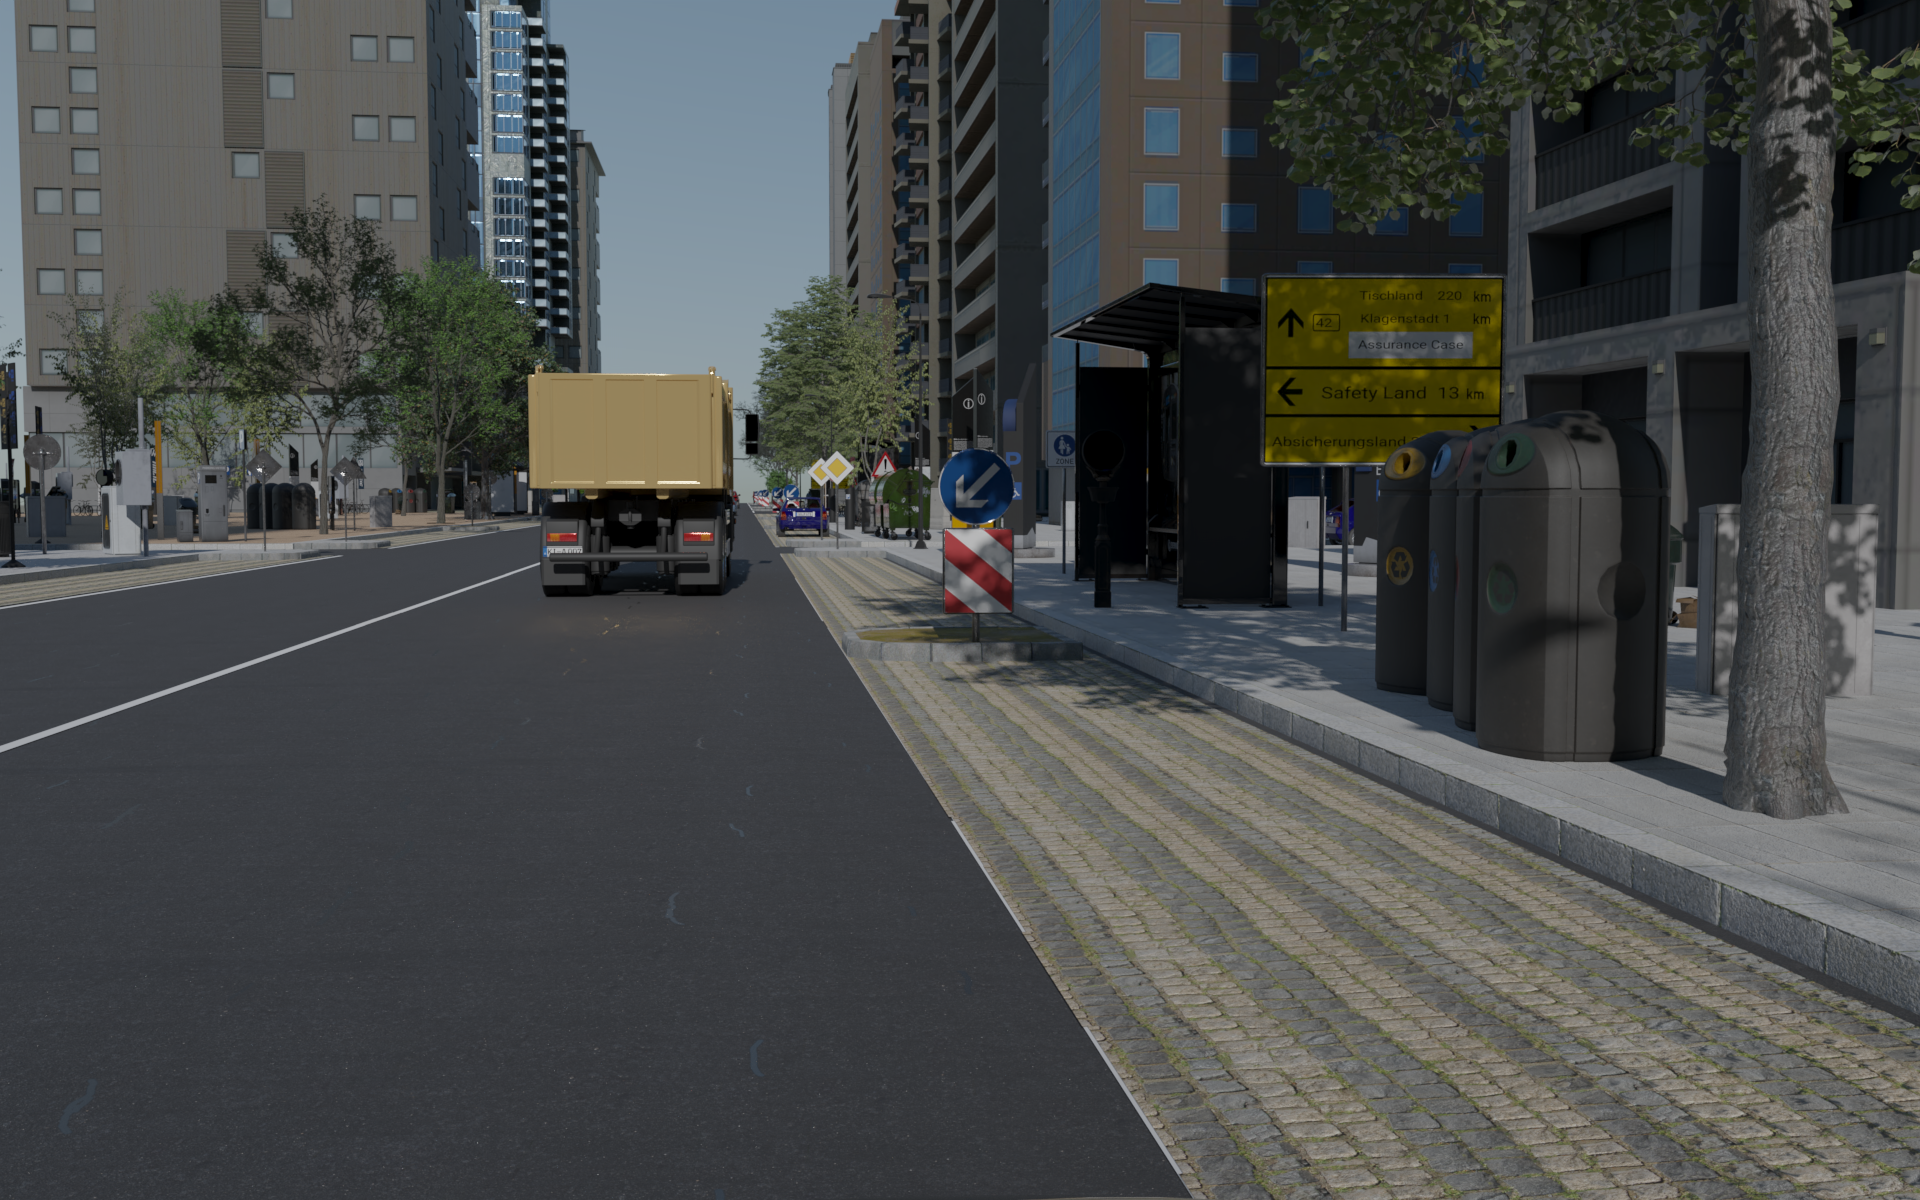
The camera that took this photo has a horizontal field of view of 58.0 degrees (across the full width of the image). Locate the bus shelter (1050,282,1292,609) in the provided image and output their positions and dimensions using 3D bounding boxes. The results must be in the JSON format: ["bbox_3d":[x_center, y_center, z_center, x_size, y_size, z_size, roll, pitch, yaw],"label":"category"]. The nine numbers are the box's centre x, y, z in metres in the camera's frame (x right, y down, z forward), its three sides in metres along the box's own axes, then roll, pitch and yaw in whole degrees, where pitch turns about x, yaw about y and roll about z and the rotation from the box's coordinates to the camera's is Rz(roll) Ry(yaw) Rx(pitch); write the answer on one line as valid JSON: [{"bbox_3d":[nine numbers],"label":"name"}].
[{"bbox_3d":[2.565,-1.906,22.448,1.731,3.624,6.357,0,4,-7],"label":"bus shelter"}]

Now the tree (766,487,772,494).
[{"bbox_3d":[-27.135,-15.566,249.108,1.663,3.219,1.824,0,3,0],"label":"tree"}]

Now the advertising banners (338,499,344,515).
[{"bbox_3d":[-37.364,-6.625,104.505,0.090,3.025,2.074,0,4,-4],"label":"advertising banners"}]

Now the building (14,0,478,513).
[{"bbox_3d":[-51.697,-33.132,130.950,28.713,52.752,27.495,0,4,-7],"label":"building"}]

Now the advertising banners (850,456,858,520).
[{"bbox_3d":[-4.651,-5.129,80.053,0.090,3.025,2.074,-2,4,-26],"label":"advertising banners"}]

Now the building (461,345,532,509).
[{"bbox_3d":[-55.299,-19.252,159.817,27.650,21.520,28.899,0,4,-7],"label":"building"}]

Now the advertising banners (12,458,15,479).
[{"bbox_3d":[-46.374,-5.381,84.167,0.090,3.025,2.074,0,4,-4],"label":"advertising banners"}]

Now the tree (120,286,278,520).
[{"bbox_3d":[-38.183,-9.890,87.450,9.928,11.665,9.643,0,3,0],"label":"tree"}]

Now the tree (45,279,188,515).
[{"bbox_3d":[-29.459,-6.717,60.191,4.360,8.622,3.978,0,3,0],"label":"tree"}]

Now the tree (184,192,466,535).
[{"bbox_3d":[-20.199,-7.338,54.383,8.767,10.594,7.601,0,4,-7],"label":"tree"}]

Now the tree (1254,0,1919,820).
[{"bbox_3d":[2.955,-5.428,6.868,7.486,12.596,7.792,0,3,0],"label":"tree"}]

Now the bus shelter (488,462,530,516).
[{"bbox_3d":[-26.697,-6.606,101.926,2.014,3.302,5.546,0,4,-7],"label":"bus shelter"}]

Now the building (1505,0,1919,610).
[{"bbox_3d":[19.910,-35.751,22.775,20.563,71.187,20.611,0,4,-7],"label":"building"}]

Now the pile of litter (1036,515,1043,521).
[{"bbox_3d":[3.348,-4.093,80.893,1.719,0.858,1.176,-1,4,-20],"label":"pile of litter"}]

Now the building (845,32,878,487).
[{"bbox_3d":[-0.600,-34.059,180.561,21.300,48.544,21.600,0,4,-7],"label":"building"}]

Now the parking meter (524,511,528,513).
[{"bbox_3d":[-28.875,-6.515,114.925,0.372,1.533,0.369,0,3,0],"label":"parking meter"}]

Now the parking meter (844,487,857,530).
[{"bbox_3d":[-3.956,-3.287,62.155,0.372,1.533,0.369,0,3,0],"label":"parking meter"}]

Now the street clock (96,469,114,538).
[{"bbox_3d":[-25.071,-2.828,50.814,0.471,2.002,0.358,1,4,20],"label":"street clock"}]

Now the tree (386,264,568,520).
[{"bbox_3d":[-23.767,-10.384,86.787,9.611,12.733,9.660,0,3,0],"label":"tree"}]

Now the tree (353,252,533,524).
[{"bbox_3d":[-22.380,-9.103,74.596,9.928,11.665,9.643,0,3,0],"label":"tree"}]

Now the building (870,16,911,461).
[{"bbox_3d":[-0.973,-31.342,162.557,14.600,45.320,14.200,0,4,-7],"label":"building"}]

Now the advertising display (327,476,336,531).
[{"bbox_3d":[-22.219,-3.427,61.241,0.123,1.923,0.974,-2,4,-27],"label":"advertising display"}]

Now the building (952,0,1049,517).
[{"bbox_3d":[11.339,-29.563,107.056,21.300,48.544,21.600,0,4,-7],"label":"building"}]

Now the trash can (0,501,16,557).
[{"bbox_3d":[-19.578,-1.438,35.166,0.748,1.137,0.748,0,3,0],"label":"trash can"}]

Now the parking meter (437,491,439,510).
[{"bbox_3d":[-34.725,-6.555,115.589,0.372,1.533,0.369,0,3,0],"label":"parking meter"}]

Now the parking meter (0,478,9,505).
[{"bbox_3d":[-35.398,-3.579,64.232,0.255,1.863,0.399,-2,4,-35],"label":"parking meter"}]

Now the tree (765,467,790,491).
[{"bbox_3d":[-21.783,-13.683,207.435,4.285,4.588,4.351,0,3,0],"label":"tree"}]

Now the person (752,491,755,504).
[{"bbox_3d":[-28.961,-14.352,243.085,0.705,1.831,1.348,0,4,7],"label":"person"}]

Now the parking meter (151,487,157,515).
[{"bbox_3d":[-49.357,-6.141,106.111,0.399,1.863,0.255,1,4,22],"label":"parking meter"}]

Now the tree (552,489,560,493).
[{"bbox_3d":[-27.383,-7.450,116.410,1.663,3.219,1.824,0,3,0],"label":"tree"}]

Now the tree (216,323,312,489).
[{"bbox_3d":[-30.398,-7.636,75.205,4.737,8.622,4.395,0,3,0],"label":"tree"}]

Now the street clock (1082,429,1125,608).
[{"bbox_3d":[1.615,-0.917,19.556,0.471,2.002,0.358,0,4,1],"label":"street clock"}]

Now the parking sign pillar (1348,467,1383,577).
[{"bbox_3d":[6.808,-2.366,27.162,1.447,3.967,1.447,-2,4,-32],"label":"parking sign pillar"}]

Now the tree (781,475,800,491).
[{"bbox_3d":[-19.522,-12.331,196.213,1.663,3.219,1.824,0,3,0],"label":"tree"}]

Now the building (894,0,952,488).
[{"bbox_3d":[6.160,-29.797,141.807,22.147,44.769,28.867,0,4,-7],"label":"building"}]

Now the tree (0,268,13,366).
[{"bbox_3d":[-30.623,-6.241,52.409,4.360,8.622,3.978,0,3,0],"label":"tree"}]

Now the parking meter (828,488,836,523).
[{"bbox_3d":[-5.694,-4.213,77.288,0.372,1.533,0.369,0,3,0],"label":"parking meter"}]

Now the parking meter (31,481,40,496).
[{"bbox_3d":[-40.846,-4.333,76.548,0.399,1.863,0.255,2,4,28],"label":"parking meter"}]

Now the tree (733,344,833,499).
[{"bbox_3d":[-13.377,-14.072,140.441,12.009,13.543,11.850,0,3,0],"label":"tree"}]

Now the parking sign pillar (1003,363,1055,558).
[{"bbox_3d":[1.217,-2.857,35.184,1.447,3.967,1.447,1,4,14],"label":"parking sign pillar"}]

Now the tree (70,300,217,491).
[{"bbox_3d":[-32.195,-7.114,66.676,4.737,8.622,4.395,0,3,0],"label":"tree"}]

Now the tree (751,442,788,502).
[{"bbox_3d":[-29.488,-21.257,273.302,9.928,11.665,9.643,0,3,0],"label":"tree"}]

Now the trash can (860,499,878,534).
[{"bbox_3d":[-2.873,-2.702,55.825,0.748,1.137,0.748,0,3,0],"label":"trash can"}]

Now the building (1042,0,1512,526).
[{"bbox_3d":[11.261,-25.389,65.227,14.200,45.320,14.600,0,4,-7],"label":"building"}]

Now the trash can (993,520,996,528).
[{"bbox_3d":[0.541,-1.768,40.554,0.748,1.137,0.748,0,3,0],"label":"trash can"}]

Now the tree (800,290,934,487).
[{"bbox_3d":[-3.136,-6.923,63.546,4.737,8.622,4.395,0,3,0],"label":"tree"}]

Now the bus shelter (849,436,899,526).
[{"bbox_3d":[-3.641,-5.030,73.517,1.731,3.624,6.357,0,4,-7],"label":"bus shelter"}]

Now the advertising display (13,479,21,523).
[{"bbox_3d":[-41.862,-4.357,76.450,0.974,1.923,0.123,2,4,24],"label":"advertising display"}]

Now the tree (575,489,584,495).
[{"bbox_3d":[-30.992,-9.078,143.021,1.663,3.219,1.824,0,3,0],"label":"tree"}]
